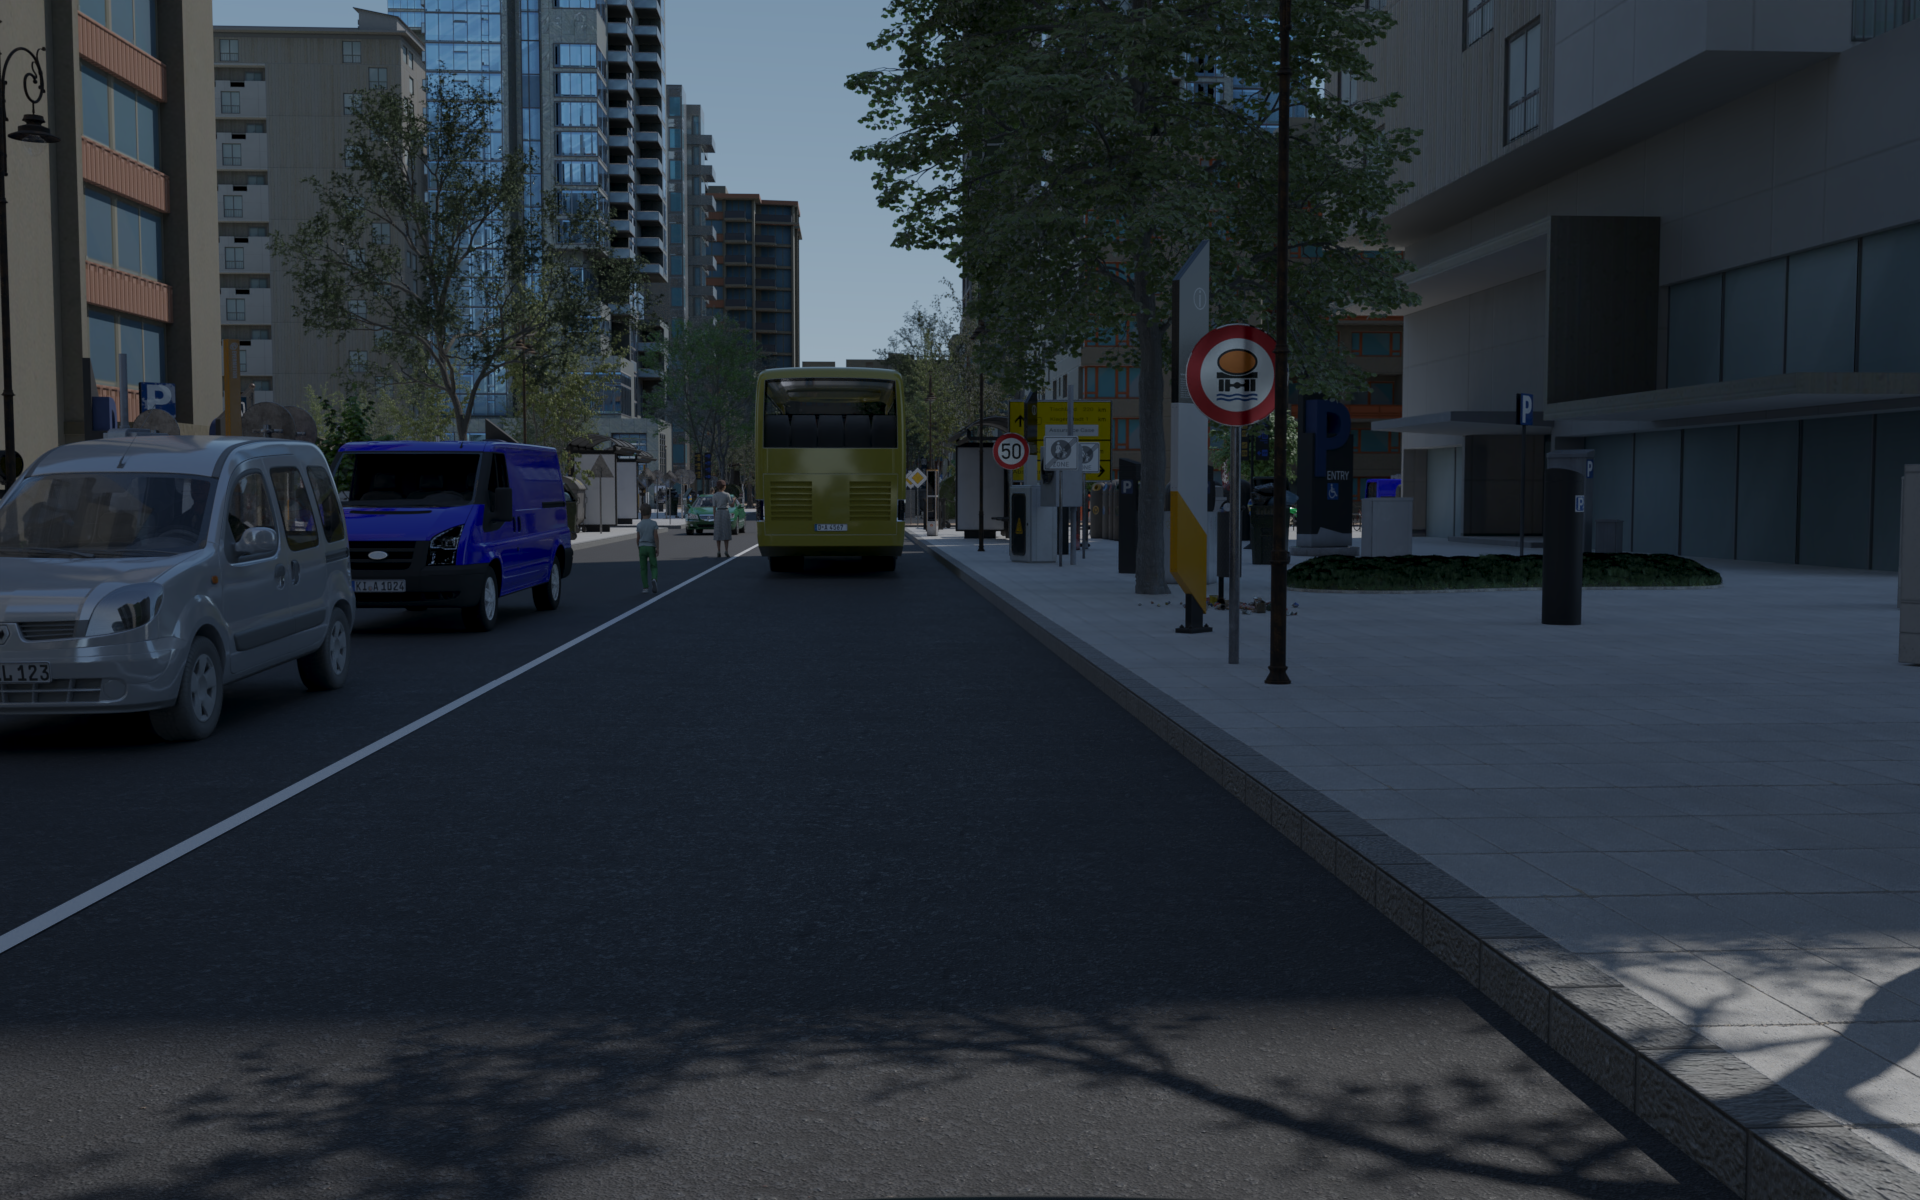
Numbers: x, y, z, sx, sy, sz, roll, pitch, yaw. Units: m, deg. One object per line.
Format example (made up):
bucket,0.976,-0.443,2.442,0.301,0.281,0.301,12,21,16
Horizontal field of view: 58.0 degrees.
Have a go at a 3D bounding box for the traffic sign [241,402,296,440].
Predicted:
traffic sign,-9.551,-1.455,23.900,0.768,2.556,0.104,0,4,-2

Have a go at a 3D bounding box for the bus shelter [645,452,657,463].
bus shelter,-14.533,-4.996,75.613,2.014,3.302,5.546,0,4,-3

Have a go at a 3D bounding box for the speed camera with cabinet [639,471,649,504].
speed camera with cabinet,-26.882,-9.277,146.012,0.660,3.252,2.038,1,4,13

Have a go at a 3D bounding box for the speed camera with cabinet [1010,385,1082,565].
speed camera with cabinet,1.573,-2.306,32.045,0.660,3.252,2.038,-1,4,-22

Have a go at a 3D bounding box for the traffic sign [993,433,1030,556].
traffic sign,1.063,-2.196,36.009,0.768,2.556,0.104,0,4,1

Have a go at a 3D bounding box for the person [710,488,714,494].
person,-10.392,-3.862,72.646,0.512,1.701,0.522,2,4,23

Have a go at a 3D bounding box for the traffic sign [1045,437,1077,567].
traffic sign,1.777,-1.738,30.544,0.606,2.300,0.079,0,4,2

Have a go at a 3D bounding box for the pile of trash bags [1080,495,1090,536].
pile of trash bags,4.843,-2.751,54.729,3.447,1.369,1.912,-3,5,-42

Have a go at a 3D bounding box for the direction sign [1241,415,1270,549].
direction sign,6.791,-2.952,40.259,0.876,3.537,0.379,3,5,40

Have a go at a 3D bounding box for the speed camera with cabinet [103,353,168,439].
speed camera with cabinet,-11.085,-1.837,24.374,2.038,3.252,0.660,2,4,24

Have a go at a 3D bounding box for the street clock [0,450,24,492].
street clock,-15.655,-1.463,28.491,0.358,2.002,0.471,1,4,19

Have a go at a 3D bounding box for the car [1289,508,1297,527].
car,11.439,-3.671,68.809,4.718,1.807,1.959,0,4,-5

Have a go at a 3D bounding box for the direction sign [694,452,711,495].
direction sign,-13.964,-6.244,94.082,0.876,3.537,0.379,0,4,-5

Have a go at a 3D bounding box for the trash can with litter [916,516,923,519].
trash can with litter,-1.779,-4.759,88.873,1.678,1.210,2.233,2,4,24

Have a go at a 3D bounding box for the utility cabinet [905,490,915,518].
utility cabinet,-2.947,-5.147,92.837,1.173,1.500,0.318,-3,5,-42

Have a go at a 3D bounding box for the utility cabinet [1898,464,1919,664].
utility cabinet,7.455,-0.234,12.507,0.318,1.500,1.173,-2,4,-29

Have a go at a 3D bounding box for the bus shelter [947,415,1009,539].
bus shelter,0.800,-3.269,47.378,2.014,3.302,5.546,0,4,-3

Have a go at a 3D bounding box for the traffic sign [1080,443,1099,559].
traffic sign,2.452,-1.966,34.273,0.606,2.300,0.079,0,4,2

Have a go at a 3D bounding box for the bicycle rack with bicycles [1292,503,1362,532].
bicycle rack with bicycles,12.774,-2.851,59.996,2.852,0.926,2.925,0,4,-6

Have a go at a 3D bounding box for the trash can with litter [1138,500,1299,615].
trash can with litter,3.032,-0.501,19.252,1.678,1.210,2.233,-1,4,-12

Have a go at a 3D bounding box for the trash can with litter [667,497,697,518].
trash can with litter,-14.584,-4.991,92.659,2.233,1.210,1.678,1,4,23

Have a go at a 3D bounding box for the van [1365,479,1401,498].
van,19.370,-4.089,71.246,5.245,2.365,2.240,0,4,-4

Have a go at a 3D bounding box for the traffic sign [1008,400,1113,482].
traffic sign,2.161,-2.665,37.447,2.265,3.308,0.079,0,4,-2

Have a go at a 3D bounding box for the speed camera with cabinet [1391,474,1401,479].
speed camera with cabinet,31.124,-7.762,121.245,2.038,3.252,0.660,0,4,6

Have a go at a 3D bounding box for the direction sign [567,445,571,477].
direction sign,-17.259,-5.217,77.301,0.876,3.537,0.379,3,5,43

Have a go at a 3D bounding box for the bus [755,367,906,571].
bus,-2.553,-2.658,35.013,2.896,3.916,12.252,0,4,-4

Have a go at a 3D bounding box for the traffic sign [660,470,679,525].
traffic sign,-12.159,-4.218,72.612,0.795,2.450,0.064,0,4,-3

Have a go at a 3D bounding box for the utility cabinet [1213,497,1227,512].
utility cabinet,4.731,-1.406,34.148,1.020,1.237,0.306,-1,4,-20

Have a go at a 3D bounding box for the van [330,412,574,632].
van,-5.873,-0.941,19.770,2.240,2.365,5.245,0,4,-2

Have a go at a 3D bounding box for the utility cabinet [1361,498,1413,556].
utility cabinet,7.802,-1.254,31.672,1.020,1.237,0.306,-2,4,-30

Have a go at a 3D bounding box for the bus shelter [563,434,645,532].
bus shelter,-12.529,-4.100,60.952,2.014,3.302,5.546,0,4,-4

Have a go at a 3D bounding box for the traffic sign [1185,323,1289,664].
traffic sign,2.072,-0.790,13.029,0.768,2.556,0.104,0,4,4

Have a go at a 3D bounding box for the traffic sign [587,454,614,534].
traffic sign,-11.603,-3.420,55.921,0.884,2.594,0.081,0,4,3

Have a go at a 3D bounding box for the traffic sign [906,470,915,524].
traffic sign,-2.082,-4.255,73.206,0.795,2.450,0.064,0,4,-3

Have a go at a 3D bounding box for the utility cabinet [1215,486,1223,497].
utility cabinet,6.339,-2.250,45.471,1.173,1.500,0.318,-2,4,-25

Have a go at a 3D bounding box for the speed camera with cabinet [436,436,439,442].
speed camera with cabinet,-17.782,-3.939,58.745,0.660,3.252,2.038,0,4,5

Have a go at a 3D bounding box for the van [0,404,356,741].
van,-5.296,-0.264,11.326,2.013,2.044,4.112,0,4,-3

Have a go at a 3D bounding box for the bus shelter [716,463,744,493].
bus shelter,-17.703,-8.711,133.709,1.731,3.624,6.357,0,4,-3

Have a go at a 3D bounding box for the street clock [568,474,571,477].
street clock,-14.080,-3.570,62.936,0.358,2.002,0.471,0,4,0

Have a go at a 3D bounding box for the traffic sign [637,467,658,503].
traffic sign,-11.671,-3.731,64.641,0.795,2.450,0.064,0,4,-3

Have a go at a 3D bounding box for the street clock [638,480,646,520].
street clock,-14.837,-4.672,80.961,0.471,2.002,0.358,-1,4,-14

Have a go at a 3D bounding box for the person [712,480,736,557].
person,-5.360,-1.855,39.391,0.480,1.755,0.524,1,4,8

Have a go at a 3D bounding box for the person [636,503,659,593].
person,-4.489,-0.745,24.930,0.306,1.304,0.590,-1,4,-20

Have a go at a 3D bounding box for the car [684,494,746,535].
car,-8.744,-3.083,62.202,2.131,1.459,4.920,0,4,-2

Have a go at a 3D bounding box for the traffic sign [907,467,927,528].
traffic sign,-1.594,-3.767,65.236,0.795,2.450,0.064,0,4,-3

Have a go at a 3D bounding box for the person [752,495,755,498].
person,-27.551,-13.413,227.880,0.705,1.814,1.350,3,4,37
